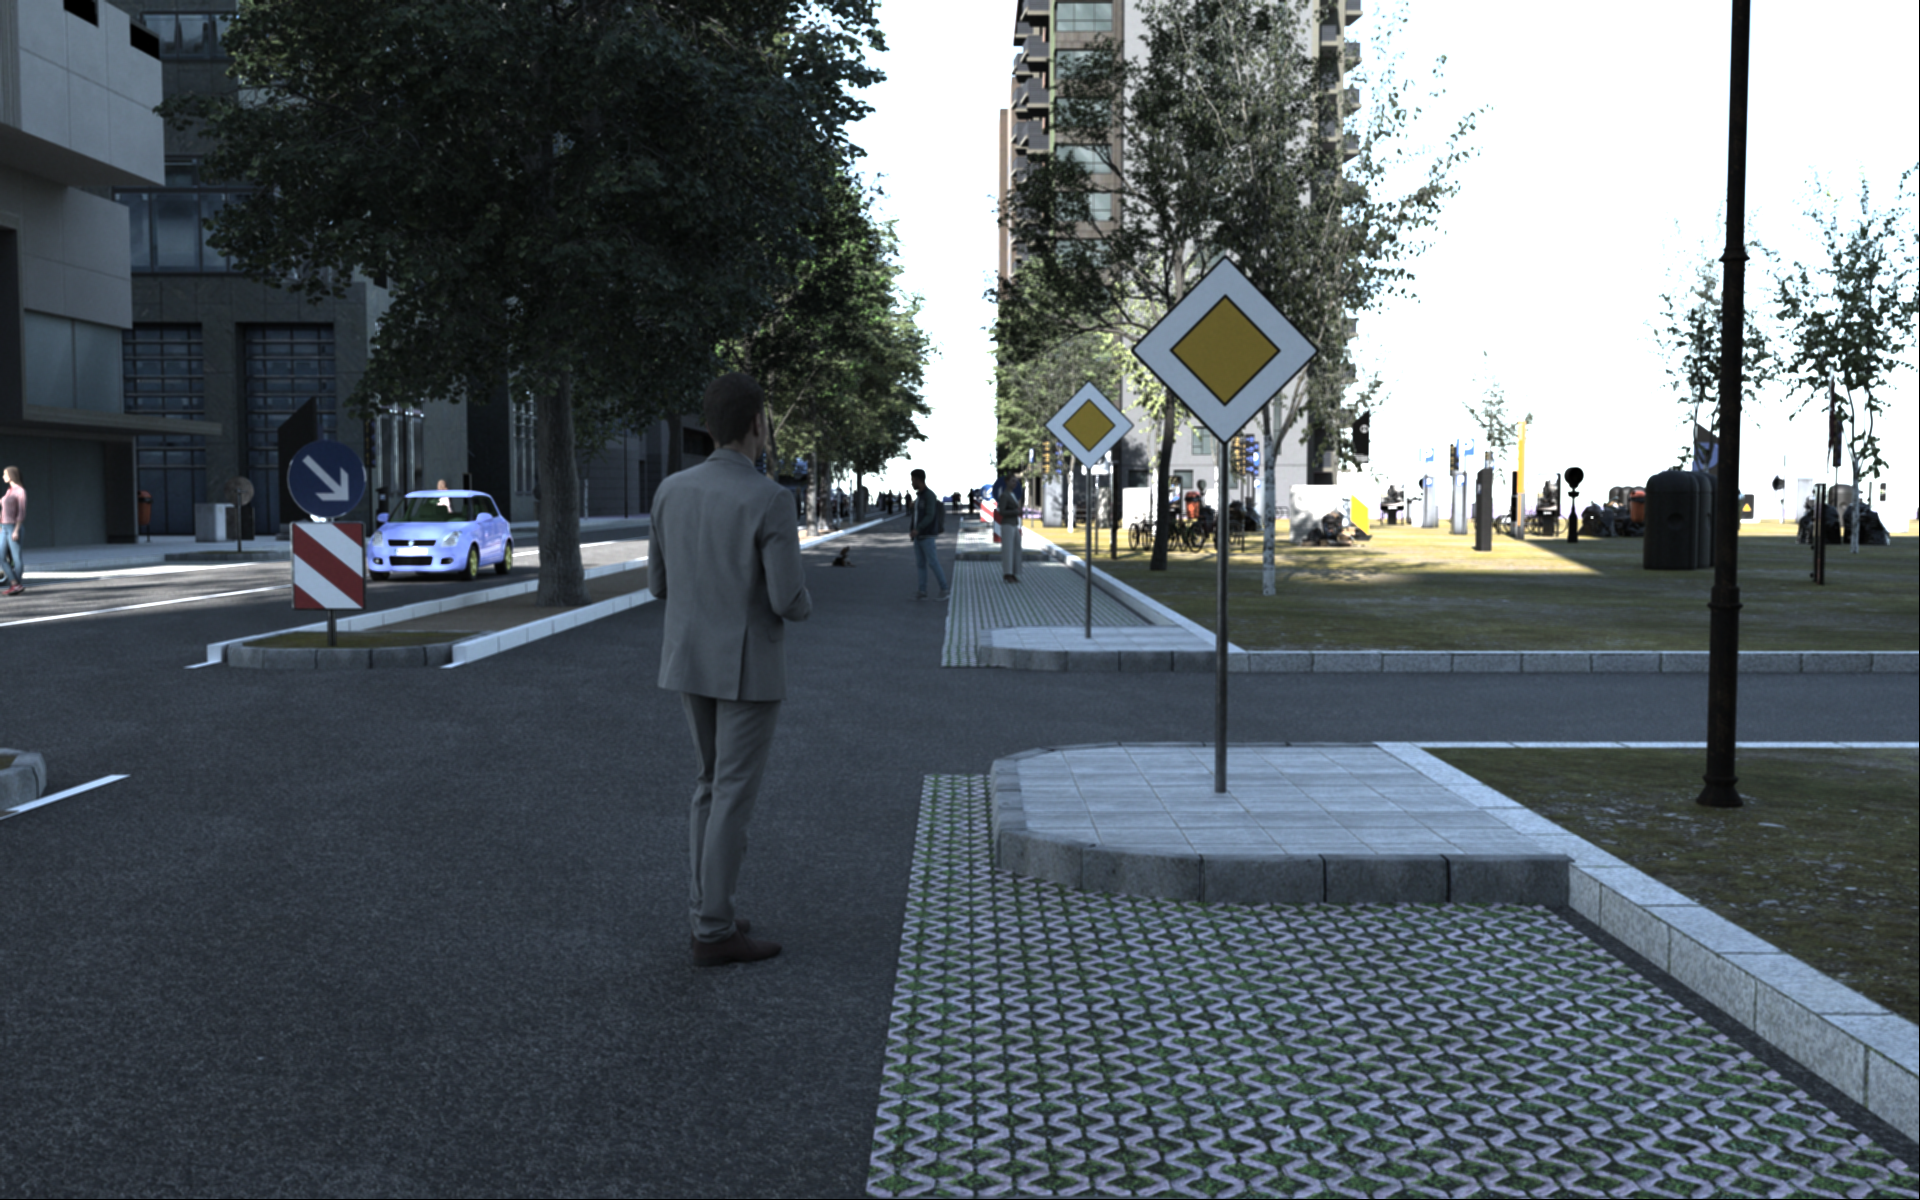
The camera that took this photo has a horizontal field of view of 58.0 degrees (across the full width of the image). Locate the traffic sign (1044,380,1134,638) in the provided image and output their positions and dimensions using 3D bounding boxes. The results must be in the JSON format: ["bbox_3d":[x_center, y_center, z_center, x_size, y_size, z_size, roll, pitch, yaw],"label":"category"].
[{"bbox_3d":[1.140,-0.718,15.380,0.795,2.450,0.064,0,4,0],"label":"traffic sign"}]

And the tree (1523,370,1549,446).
[{"bbox_3d":[25.682,-8.095,82.717,4.360,8.622,3.978,0,3,0],"label":"tree"}]

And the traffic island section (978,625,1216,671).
[{"bbox_3d":[1.163,0.417,15.457,2.009,0.180,2.903,0,4,0],"label":"traffic island section"}]

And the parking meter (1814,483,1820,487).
[{"bbox_3d":[43.920,-5.081,88.793,0.399,1.863,0.255,-3,5,-40],"label":"parking meter"}]

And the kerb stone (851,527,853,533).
[{"bbox_3d":[-4.108,-2.518,63.371,0.120,0.150,1.000,0,4,0],"label":"kerb stone"}]

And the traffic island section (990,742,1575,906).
[{"bbox_3d":[1.143,0.906,7.472,2.009,0.180,2.903,0,4,0],"label":"traffic island section"}]

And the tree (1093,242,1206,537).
[{"bbox_3d":[6.079,-6.200,51.732,4.737,8.622,4.395,0,3,0],"label":"tree"}]

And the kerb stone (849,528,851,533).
[{"bbox_3d":[-4.107,-2.456,62.346,0.120,0.150,1.000,0,4,0],"label":"kerb stone"}]

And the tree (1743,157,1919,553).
[{"bbox_3d":[19.145,-5.313,37.227,4.737,8.622,4.395,0,3,0],"label":"tree"}]

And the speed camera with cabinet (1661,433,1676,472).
[{"bbox_3d":[22.762,-3.723,55.208,0.660,3.252,2.038,1,4,17],"label":"speed camera with cabinet"}]

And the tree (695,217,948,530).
[{"bbox_3d":[-5.282,-9.076,67.851,9.611,12.733,9.660,0,3,0],"label":"tree"}]

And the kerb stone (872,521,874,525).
[{"bbox_3d":[-4.066,-3.396,77.728,0.120,0.150,1.000,0,4,0],"label":"kerb stone"}]

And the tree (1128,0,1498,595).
[{"bbox_3d":[4.115,-4.356,21.579,4.360,8.622,3.978,0,3,0],"label":"tree"}]

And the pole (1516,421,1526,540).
[{"bbox_3d":[15.737,-3.347,48.563,0.158,3.312,0.155,0,3,0],"label":"pole"}]

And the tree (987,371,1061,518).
[{"bbox_3d":[3.751,-8.640,91.619,4.737,8.622,4.395,0,3,0],"label":"tree"}]

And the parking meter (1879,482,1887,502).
[{"bbox_3d":[45.682,-4.895,85.744,0.255,1.863,0.399,3,4,39],"label":"parking meter"}]

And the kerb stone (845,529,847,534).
[{"bbox_3d":[-4.114,-2.330,60.292,0.120,0.150,1.000,0,4,0],"label":"kerb stone"}]

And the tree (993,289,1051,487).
[{"bbox_3d":[3.479,-6.583,58.002,4.360,8.622,3.978,0,3,0],"label":"tree"}]

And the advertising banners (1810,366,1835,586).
[{"bbox_3d":[12.255,-1.737,24.595,0.090,3.025,2.074,1,4,22],"label":"advertising banners"}]

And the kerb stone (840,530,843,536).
[{"bbox_3d":[-4.120,-2.204,58.238,0.120,0.150,1.000,0,4,0],"label":"kerb stone"}]

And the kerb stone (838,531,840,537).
[{"bbox_3d":[-4.130,-2.139,57.209,0.120,0.150,1.000,0,4,0],"label":"kerb stone"}]

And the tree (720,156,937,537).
[{"bbox_3d":[-4.815,-8.338,56.918,7.486,12.596,7.792,0,3,0],"label":"tree"}]

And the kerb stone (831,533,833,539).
[{"bbox_3d":[-4.133,-1.954,54.137,0.120,0.150,1.000,0,4,0],"label":"kerb stone"}]

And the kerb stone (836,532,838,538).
[{"bbox_3d":[-4.137,-2.079,56.181,0.120,0.150,1.000,0,4,0],"label":"kerb stone"}]

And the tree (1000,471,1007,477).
[{"bbox_3d":[3.629,-9.087,143.181,1.663,3.219,1.824,0,3,0],"label":"tree"}]

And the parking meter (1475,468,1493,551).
[{"bbox_3d":[11.790,-2.034,38.960,0.255,1.863,0.399,0,4,-4],"label":"parking meter"}]

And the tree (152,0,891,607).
[{"bbox_3d":[-5.068,-6.883,21.656,9.857,13.997,8.962,0,3,0],"label":"tree"}]

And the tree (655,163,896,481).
[{"bbox_3d":[-5.298,-7.310,47.739,9.928,11.665,9.643,0,3,0],"label":"tree"}]

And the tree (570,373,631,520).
[{"bbox_3d":[-18.631,-8.326,86.488,4.737,8.622,4.395,0,3,0],"label":"tree"}]

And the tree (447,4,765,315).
[{"bbox_3d":[-5.364,-5.772,31.236,8.767,10.594,7.601,0,4,0],"label":"tree"}]

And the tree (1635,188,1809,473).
[{"bbox_3d":[18.553,-5.642,42.614,4.360,8.622,3.978,0,3,0],"label":"tree"}]

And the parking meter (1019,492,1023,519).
[{"bbox_3d":[3.090,-4.979,89.813,0.372,1.533,0.369,0,3,0],"label":"parking meter"}]

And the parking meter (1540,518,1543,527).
[{"bbox_3d":[22.452,-3.732,66.727,0.255,1.863,0.399,0,4,2],"label":"parking meter"}]

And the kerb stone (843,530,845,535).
[{"bbox_3d":[-4.118,-2.259,59.269,0.120,0.150,1.000,0,4,0],"label":"kerb stone"}]

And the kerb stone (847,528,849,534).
[{"bbox_3d":[-4.125,-2.393,61.319,0.120,0.150,1.000,0,4,0],"label":"kerb stone"}]

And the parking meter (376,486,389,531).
[{"bbox_3d":[-17.532,-2.701,52.571,0.372,1.533,0.369,0,3,0],"label":"parking meter"}]

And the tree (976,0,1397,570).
[{"bbox_3d":[3.688,-5.777,28.870,7.601,10.594,8.767,1,4,9],"label":"tree"}]

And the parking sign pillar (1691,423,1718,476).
[{"bbox_3d":[28.203,-4.687,65.109,1.447,3.967,1.447,-3,4,-36],"label":"parking sign pillar"}]

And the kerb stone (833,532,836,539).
[{"bbox_3d":[-4.132,-2.012,55.160,0.120,0.150,1.000,0,4,0],"label":"kerb stone"}]

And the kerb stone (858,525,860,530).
[{"bbox_3d":[-4.100,-2.769,67.472,0.120,0.150,1.000,0,4,0],"label":"kerb stone"}]

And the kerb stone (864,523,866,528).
[{"bbox_3d":[-4.093,-3.020,71.578,0.120,0.150,1.000,0,4,0],"label":"kerb stone"}]

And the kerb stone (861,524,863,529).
[{"bbox_3d":[-4.093,-2.895,69.527,0.120,0.150,1.000,0,4,0],"label":"kerb stone"}]

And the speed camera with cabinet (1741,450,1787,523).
[{"bbox_3d":[35.835,-5.083,77.446,2.038,3.252,0.660,2,4,25],"label":"speed camera with cabinet"}]

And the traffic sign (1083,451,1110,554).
[{"bbox_3d":[2.898,-2.116,36.723,0.606,2.300,0.079,0,4,5],"label":"traffic sign"}]

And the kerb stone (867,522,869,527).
[{"bbox_3d":[-4.081,-3.145,73.624,0.120,0.150,1.000,0,4,0],"label":"kerb stone"}]

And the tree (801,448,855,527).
[{"bbox_3d":[-5.100,-7.782,80.063,4.737,8.622,4.395,0,3,0],"label":"tree"}]

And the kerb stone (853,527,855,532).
[{"bbox_3d":[-4.102,-2.580,64.393,0.120,0.150,1.000,0,4,0],"label":"kerb stone"}]

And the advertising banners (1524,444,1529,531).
[{"bbox_3d":[19.520,-3.898,59.920,0.090,3.025,2.074,2,4,26],"label":"advertising banners"}]

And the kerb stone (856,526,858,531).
[{"bbox_3d":[-4.100,-2.706,66.441,0.120,0.150,1.000,0,4,0],"label":"kerb stone"}]

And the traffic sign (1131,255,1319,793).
[{"bbox_3d":[1.120,-0.229,7.395,0.795,2.450,0.064,0,4,0],"label":"traffic sign"}]

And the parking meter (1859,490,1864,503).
[{"bbox_3d":[44.146,-4.685,85.005,0.372,1.533,0.369,0,3,0],"label":"parking meter"}]

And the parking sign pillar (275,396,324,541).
[{"bbox_3d":[-18.283,-3.648,48.109,1.447,3.967,1.447,1,4,23],"label":"parking sign pillar"}]

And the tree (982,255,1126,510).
[{"bbox_3d":[4.398,-10.051,82.459,7.486,12.596,7.792,0,3,0],"label":"tree"}]
